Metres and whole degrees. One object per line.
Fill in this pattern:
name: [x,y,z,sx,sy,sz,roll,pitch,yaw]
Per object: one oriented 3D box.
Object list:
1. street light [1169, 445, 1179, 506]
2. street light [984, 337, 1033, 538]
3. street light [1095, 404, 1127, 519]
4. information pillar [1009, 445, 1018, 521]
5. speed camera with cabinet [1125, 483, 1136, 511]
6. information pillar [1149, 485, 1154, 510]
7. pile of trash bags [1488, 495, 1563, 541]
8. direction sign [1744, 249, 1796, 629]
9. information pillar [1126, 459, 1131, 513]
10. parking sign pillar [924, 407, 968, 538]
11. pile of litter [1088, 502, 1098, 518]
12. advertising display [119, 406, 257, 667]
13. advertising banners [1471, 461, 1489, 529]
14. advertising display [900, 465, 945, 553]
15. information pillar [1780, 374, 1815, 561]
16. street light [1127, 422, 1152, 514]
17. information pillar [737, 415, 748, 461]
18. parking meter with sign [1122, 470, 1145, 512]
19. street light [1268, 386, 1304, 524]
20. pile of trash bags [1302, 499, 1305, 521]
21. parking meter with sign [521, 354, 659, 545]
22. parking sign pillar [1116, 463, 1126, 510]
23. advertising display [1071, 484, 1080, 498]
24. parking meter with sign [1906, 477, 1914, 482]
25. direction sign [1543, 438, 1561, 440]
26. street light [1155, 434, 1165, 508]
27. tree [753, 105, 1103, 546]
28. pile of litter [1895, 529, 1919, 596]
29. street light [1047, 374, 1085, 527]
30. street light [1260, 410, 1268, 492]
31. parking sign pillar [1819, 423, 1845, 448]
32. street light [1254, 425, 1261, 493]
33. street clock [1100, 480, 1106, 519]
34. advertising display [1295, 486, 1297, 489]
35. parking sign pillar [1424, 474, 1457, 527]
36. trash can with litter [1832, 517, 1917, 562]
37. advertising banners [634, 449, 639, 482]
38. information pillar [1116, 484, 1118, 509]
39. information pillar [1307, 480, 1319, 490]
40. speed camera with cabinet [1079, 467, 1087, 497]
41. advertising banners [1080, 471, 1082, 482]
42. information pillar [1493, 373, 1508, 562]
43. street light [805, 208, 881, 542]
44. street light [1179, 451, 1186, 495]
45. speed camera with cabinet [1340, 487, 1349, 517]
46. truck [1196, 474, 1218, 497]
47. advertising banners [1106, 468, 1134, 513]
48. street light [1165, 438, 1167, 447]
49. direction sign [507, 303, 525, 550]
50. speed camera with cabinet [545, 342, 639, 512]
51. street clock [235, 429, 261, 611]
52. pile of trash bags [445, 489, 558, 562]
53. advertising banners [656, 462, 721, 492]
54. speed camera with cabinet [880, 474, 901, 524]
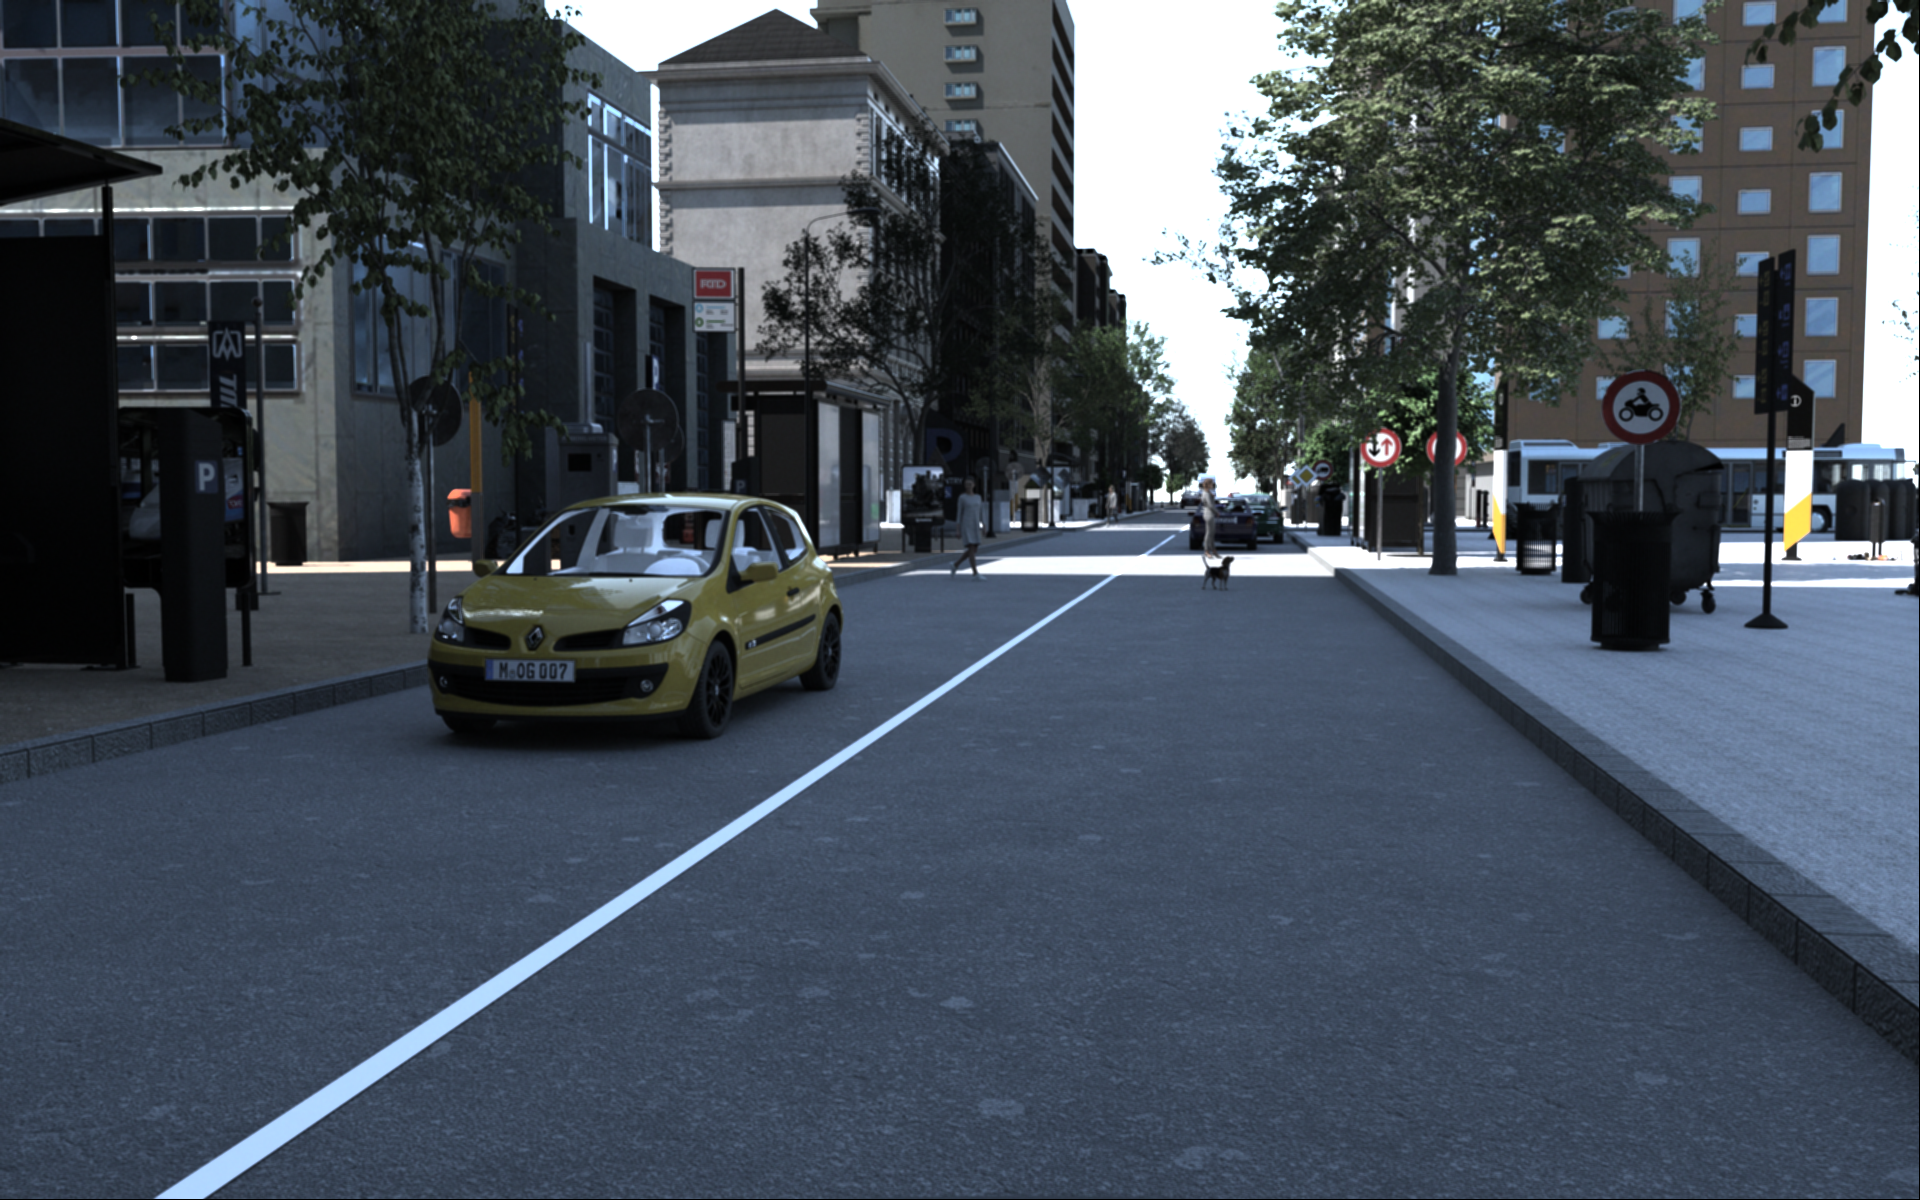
street light: [19.725,-11.723,164.213,1.470,5.913,1.316,1,4,9]
street light: [1.438,-4.776,50.627,1.470,5.913,1.316,1,4,9]
street light: [7.749,-7.169,89.761,1.470,5.913,1.316,1,4,9]
information pillar: [2.536,-5.537,81.878,0.183,3.616,0.504,-3,4,-38]
speed camera with cabinet: [13.349,-8.636,135.535,0.660,3.252,2.038,1,4,13]
information pillar: [15.064,-8.047,136.057,0.304,2.012,0.304,1,4,21]
pile of trash bags: [16.223,-2.343,48.065,1.912,1.369,3.447,-1,4,-15]
direction sign: [7.748,-1.501,16.538,0.379,3.537,0.876,0,4,6]
information pillar: [11.116,-7.512,114.170,0.183,3.616,0.504,3,5,44]
parking sign pillar: [-0.418,-3.844,51.323,1.447,3.967,1.447,0,4,3]
pile of litter: [6.883,-4.770,91.947,1.176,0.858,1.719,-1,4,-14]
advertising display: [-5.741,-0.467,12.854,0.974,1.923,0.123,0,4,-2]
advertising banners: [19.521,-4.215,65.110,0.090,3.025,2.074,0,4,-1]
advertising display: [-0.816,-2.004,37.973,0.974,1.923,0.123,0,4,-6]
information pillar: [16.040,-2.555,33.123,0.183,3.616,0.504,-3,5,-44]
street light: [11.436,-8.517,111.802,1.470,5.913,1.316,1,4,9]
information pillar: [-6.469,-3.659,51.178,0.504,3.616,0.183,2,4,24]
parking meter with sign: [12.795,-8.029,127.540,1.738,3.016,0.543,3,4,36]
street light: [14.035,-6.210,74.079,1.470,5.913,1.316,1,4,9]
pile of trash bags: [17.399,-4.403,81.742,3.447,1.369,1.912,1,4,13]
parking meter with sign: [-4.700,-1.567,21.884,1.738,3.016,0.543,0,4,-1]
parking sign pillar: [12.941,-9.160,138.245,1.447,3.967,1.447,0,4,-3]
advertising display: [7.511,-6.735,115.329,0.974,1.923,0.123,0,4,-5]
parking meter with sign: [43.075,-5.065,79.069,0.543,3.016,1.738,-1,4,-21]
direction sign: [24.158,-4.819,70.784,0.379,3.537,0.876,-2,4,-29]
street light: [14.874,-9.858,133.724,1.470,5.913,1.316,1,4,9]
tree: [-1.222,-6.620,42.655,8.767,10.594,7.601,1,4,9]
pile of litter: [12.436,-0.475,21.735,1.176,0.858,1.719,1,4,22]
street light: [4.124,-5.795,67.288,1.470,5.913,1.316,1,4,9]
street light: [17.485,-7.529,95.635,1.470,5.913,1.316,1,4,9]
parking sign pillar: [33.076,-4.734,65.869,1.447,3.967,1.447,-3,4,-37]
street light: [20.853,-8.847,117.187,1.470,5.913,1.316,1,4,9]
street clock: [7.238,-5.087,87.736,0.358,2.002,0.471,0,4,2]
advertising display: [22.420,-6.760,115.733,0.123,1.923,0.974,0,4,1]
parking sign pillar: [18.606,-4.825,67.365,1.447,3.967,1.447,0,4,6]
trash can with litter: [17.906,-1.388,33.744,1.678,1.210,2.233,1,4,16]
advertising banners: [-7.366,-2.599,38.674,0.090,3.025,2.074,0,4,2]
information pillar: [9.964,-6.493,110.656,0.304,2.012,0.304,0,4,4]
information pillar: [20.157,-6.541,98.306,0.504,3.616,0.183,3,4,38]
speed camera with cabinet: [9.631,-7.991,124.993,2.038,3.252,0.660,1,4,21]
advertising banners: [8.865,-8.140,129.269,0.090,3.025,2.074,1,4,16]
information pillar: [10.225,-2.532,32.753,0.183,3.616,0.504,0,4,-2]
street light: [-1.968,-3.412,28.321,1.470,5.913,1.316,1,4,9]
street light: [23.169,-13.041,185.753,1.470,5.913,1.316,1,4,9]
speed camera with cabinet: [21.514,-6.288,97.149,2.038,3.252,0.660,-2,4,-27]
truck: [33.782,-15.041,235.681,2.967,4.110,18.799,1,4,9]
advertising banners: [10.527,-7.265,114.975,2.074,3.025,0.090,0,4,3]
street light: [16.227,-10.396,142.515,1.470,5.913,1.316,1,4,9]
direction sign: [-5.383,-1.777,21.053,0.379,3.537,0.876,0,4,-4]
speed camera with cabinet: [-4.949,-1.777,23.396,0.660,3.252,2.038,1,4,9]
street clock: [-7.881,-0.888,19.087,0.358,2.002,0.471,-3,5,-41]
pile of trash bags: [-8.650,-1.489,34.102,1.912,1.369,3.447,2,4,33]
advertising banners: [-6.941,-2.953,44.467,2.074,3.025,0.090,-2,4,-29]
speed camera with cabinet: [-3.101,-4.923,74.825,2.038,3.252,0.660,-2,4,-26]
